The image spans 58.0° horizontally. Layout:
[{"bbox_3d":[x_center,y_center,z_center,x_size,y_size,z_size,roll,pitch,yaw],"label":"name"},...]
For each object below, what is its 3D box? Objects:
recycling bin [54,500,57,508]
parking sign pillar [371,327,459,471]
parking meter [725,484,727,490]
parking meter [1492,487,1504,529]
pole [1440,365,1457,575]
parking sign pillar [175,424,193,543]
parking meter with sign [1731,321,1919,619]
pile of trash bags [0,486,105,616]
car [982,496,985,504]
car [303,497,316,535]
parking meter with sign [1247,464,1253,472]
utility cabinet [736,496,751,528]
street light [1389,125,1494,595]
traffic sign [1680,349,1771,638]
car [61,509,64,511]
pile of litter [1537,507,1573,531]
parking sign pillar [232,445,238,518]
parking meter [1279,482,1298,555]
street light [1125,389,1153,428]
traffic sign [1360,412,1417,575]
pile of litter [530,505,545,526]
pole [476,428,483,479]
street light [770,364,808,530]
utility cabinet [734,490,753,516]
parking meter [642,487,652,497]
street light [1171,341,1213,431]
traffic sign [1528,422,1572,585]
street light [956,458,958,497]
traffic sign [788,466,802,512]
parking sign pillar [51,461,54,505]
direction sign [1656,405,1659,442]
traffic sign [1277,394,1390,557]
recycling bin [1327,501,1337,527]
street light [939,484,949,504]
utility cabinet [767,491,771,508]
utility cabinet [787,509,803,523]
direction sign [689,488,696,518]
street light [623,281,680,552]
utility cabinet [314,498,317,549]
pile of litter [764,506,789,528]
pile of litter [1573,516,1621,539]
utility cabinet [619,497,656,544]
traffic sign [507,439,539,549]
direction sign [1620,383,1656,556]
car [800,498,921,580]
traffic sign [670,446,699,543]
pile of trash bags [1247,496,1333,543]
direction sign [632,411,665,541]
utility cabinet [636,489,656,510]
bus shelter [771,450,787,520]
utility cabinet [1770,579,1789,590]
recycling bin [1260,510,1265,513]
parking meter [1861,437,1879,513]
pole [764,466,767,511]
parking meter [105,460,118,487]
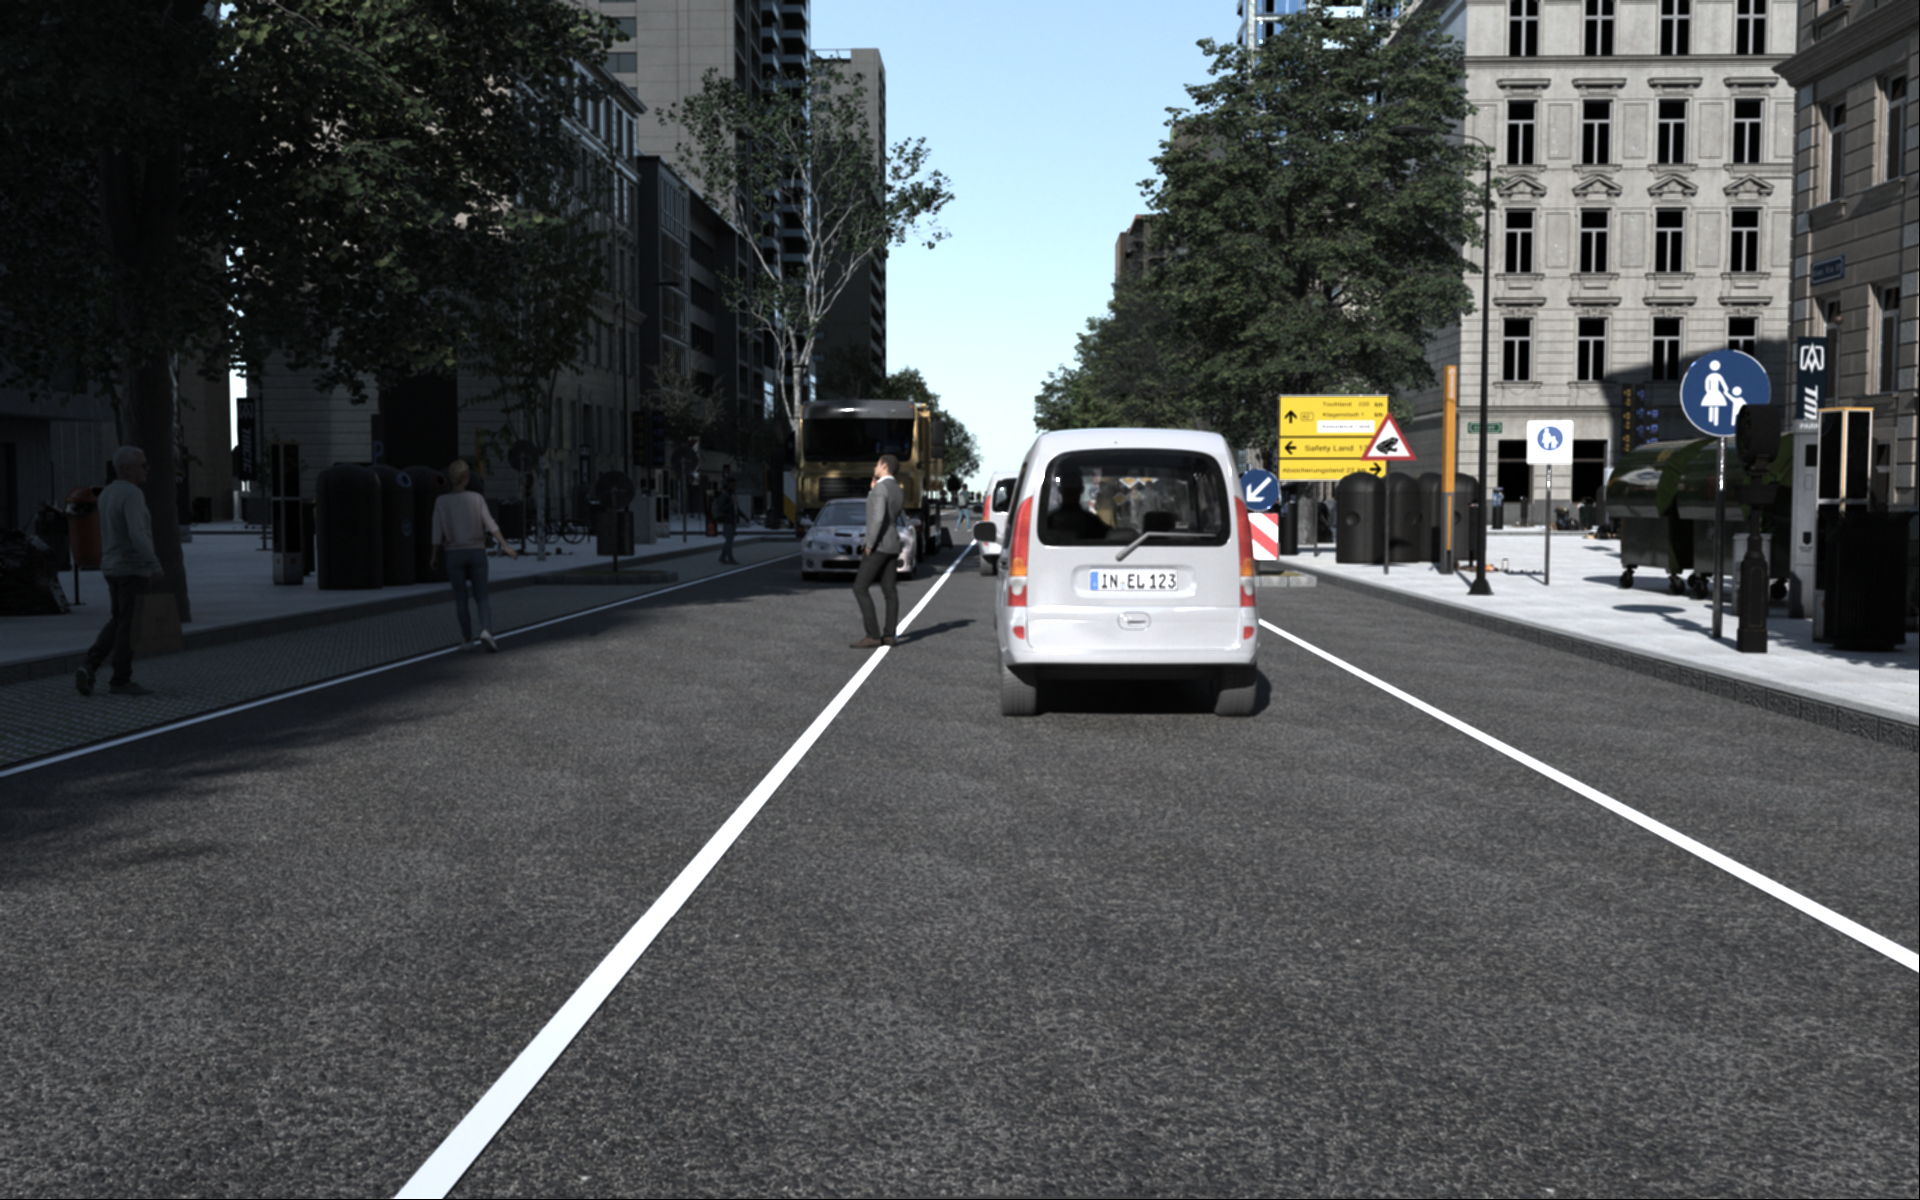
[{"bbox_3d":[-61.120,-6.336,116.151,0.722,1.027,0.722,-1,4,-11],"label":"recycling bin"},{"bbox_3d":[-8.677,-2.393,27.600,1.447,3.967,1.447,3,5,42],"label":"parking sign pillar"},{"bbox_3d":[-13.113,-5.661,98.270,0.255,1.863,0.399,-3,5,-40],"label":"parking meter"},{"bbox_3d":[19.534,-3.332,62.888,0.372,1.533,0.369,0,3,0],"label":"parking meter"},{"bbox_3d":[7.780,-2.064,27.591,0.158,3.312,0.155,0,3,0],"label":"pole"},{"bbox_3d":[-21.153,-3.508,45.834,1.447,3.967,1.447,3,5,43],"label":"parking sign pillar"},{"bbox_3d":[8.933,-1.319,17.828,1.738,3.016,0.543,2,4,27],"label":"parking meter with sign"},{"bbox_3d":[-10.422,-0.541,18.591,1.912,1.369,3.447,1,4,18],"label":"pile of trash bags"},{"bbox_3d":[4.124,-14.015,241.510,2.083,1.381,4.827,0,4,1],"label":"car"},{"bbox_3d":[-19.736,-2.885,57.397,3.980,1.641,2.015,0,4,3],"label":"car"},{"bbox_3d":[17.265,-6.272,98.804,1.738,3.016,0.543,3,4,36],"label":"parking meter with sign"},{"bbox_3d":[-8.507,-3.351,65.945,1.020,1.237,0.306,0,4,1],"label":"utility cabinet"},{"bbox_3d":[6.110,-3.023,21.974,1.470,5.913,1.316,0,4,2],"label":"street light"},{"bbox_3d":[6.738,-0.932,15.340,0.768,2.556,0.104,0,4,6],"label":"traffic sign"},{"bbox_3d":[-27.824,-2.937,57.056,4.494,1.783,2.155,0,4,3],"label":"car"},{"bbox_3d":[21.116,-2.856,60.657,1.176,0.858,1.719,-3,5,-44],"label":"pile of litter"},{"bbox_3d":[-40.104,-6.525,95.163,1.447,3.967,1.447,0,4,2],"label":"parking sign pillar"},{"bbox_3d":[6.900,-1.708,36.341,0.372,1.533,0.369,0,3,0],"label":"parking meter"},{"bbox_3d":[7.825,-6.289,75.358,1.470,5.913,1.316,0,4,2],"label":"street light"},{"bbox_3d":[6.797,-1.684,27.539,0.884,2.594,0.081,0,4,3],"label":"traffic sign"},{"bbox_3d":[-17.595,-3.473,70.753,1.176,0.858,1.719,2,4,30],"label":"pile of litter"},{"bbox_3d":[-14.775,-3.637,53.311,0.158,3.312,0.155,0,3,0],"label":"pole"},{"bbox_3d":[-6.129,-5.485,62.216,1.470,5.913,1.316,0,4,2],"label":"street light"},{"bbox_3d":[-11.172,-4.869,88.288,1.173,1.500,0.318,-1,4,-14],"label":"utility cabinet"},{"bbox_3d":[-11.759,-3.467,65.097,0.372,1.533,0.369,0,3,0],"label":"parking meter"},{"bbox_3d":[7.044,-4.876,52.270,1.470,5.913,1.316,0,4,2],"label":"street light"},{"bbox_3d":[8.255,-1.356,24.304,0.606,2.300,0.079,1,4,11],"label":"traffic sign"},{"bbox_3d":[-1.010,-15.174,220.632,1.470,5.913,1.316,0,4,2],"label":"street light"},{"bbox_3d":[-4.839,-3.001,52.714,0.795,2.450,0.064,0,4,2],"label":"traffic sign"},{"bbox_3d":[-57.576,-7.284,107.570,1.447,3.967,1.447,1,4,23],"label":"parking sign pillar"},{"bbox_3d":[17.394,-3.199,44.307,0.876,3.537,0.379,0,4,4],"label":"direction sign"},{"bbox_3d":[7.605,-2.537,35.347,2.265,3.308,0.079,0,4,4],"label":"traffic sign"},{"bbox_3d":[14.752,-3.351,67.346,0.722,1.027,0.722,-2,4,-26],"label":"recycling bin"},{"bbox_3d":[-1.795,-13.722,196.902,1.470,5.913,1.316,0,4,2],"label":"street light"},{"bbox_3d":[-14.400,-7.594,132.846,0.318,1.500,1.173,2,4,25],"label":"utility cabinet"},{"bbox_3d":[-7.192,-4.046,77.314,1.020,1.237,0.306,-1,4,-13],"label":"utility cabinet"},{"bbox_3d":[-14.619,-6.268,94.471,0.876,3.537,0.379,2,4,29],"label":"direction sign"},{"bbox_3d":[-6.782,-3.995,37.858,1.470,5.913,1.316,0,4,2],"label":"street light"},{"bbox_3d":[-14.561,-1.794,40.486,0.306,1.237,1.020,2,4,32],"label":"utility cabinet"},{"bbox_3d":[-6.864,-3.139,65.285,1.176,0.858,1.719,1,4,9],"label":"pile of litter"},{"bbox_3d":[18.780,-2.188,49.744,1.176,0.858,1.719,-2,4,-33],"label":"pile of litter"},{"bbox_3d":[-8.303,-2.043,44.561,1.020,1.237,0.306,2,4,30],"label":"utility cabinet"},{"bbox_3d":[-10.158,-2.457,40.284,0.768,2.556,0.104,0,4,6],"label":"traffic sign"},{"bbox_3d":[13.827,-2.671,35.661,0.876,3.537,0.379,-3,5,-40],"label":"direction sign"},{"bbox_3d":[-1.707,-1.095,30.267,2.083,1.381,4.827,0,4,0],"label":"car"},{"bbox_3d":[-7.290,-2.795,45.800,0.768,2.556,0.104,1,4,9],"label":"traffic sign"},{"bbox_3d":[9.601,-2.212,45.923,3.447,1.369,1.912,2,4,26],"label":"pile of trash bags"},{"bbox_3d":[-8.494,-3.384,47.326,0.876,3.537,0.379,0,4,3],"label":"direction sign"},{"bbox_3d":[-14.764,-4.493,82.132,1.173,1.500,0.318,-1,4,-10],"label":"utility cabinet"},{"bbox_3d":[-8.351,-5.929,88.215,1.731,3.624,6.357,0,4,2],"label":"bus shelter"},{"bbox_3d":[11.101,-0.763,23.645,0.306,1.237,1.020,-2,4,-23],"label":"utility cabinet"},{"bbox_3d":[14.270,-4.145,80.325,0.722,1.027,0.722,2,4,26],"label":"recycling bin"},{"bbox_3d":[7.866,-0.588,15.329,0.399,1.863,0.255,0,4,-8],"label":"parking meter"},{"bbox_3d":[-14.034,-8.024,125.028,0.158,3.312,0.155,0,3,0],"label":"pole"},{"bbox_3d":[-12.631,-1.248,26.113,0.399,1.863,0.255,0,4,-3],"label":"parking meter"}]
